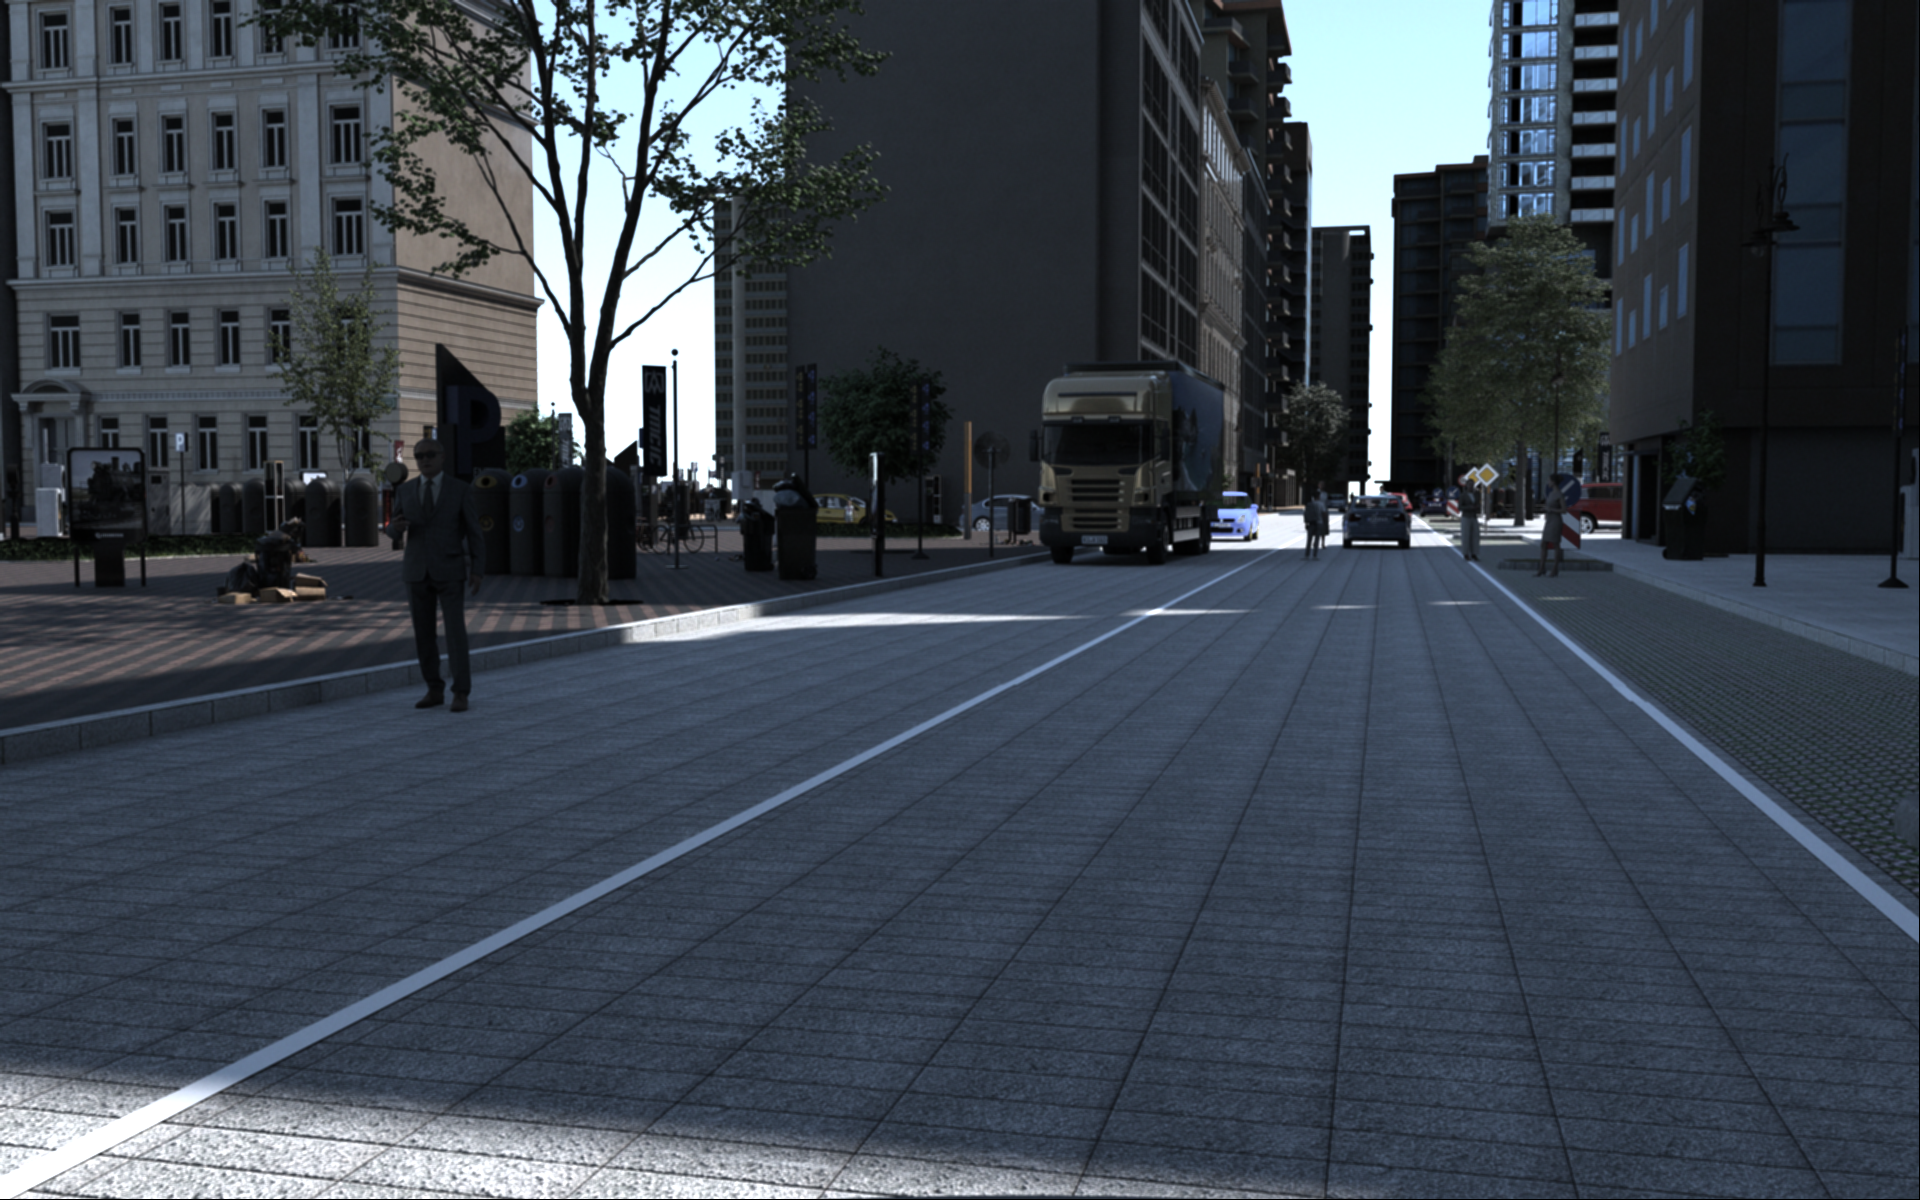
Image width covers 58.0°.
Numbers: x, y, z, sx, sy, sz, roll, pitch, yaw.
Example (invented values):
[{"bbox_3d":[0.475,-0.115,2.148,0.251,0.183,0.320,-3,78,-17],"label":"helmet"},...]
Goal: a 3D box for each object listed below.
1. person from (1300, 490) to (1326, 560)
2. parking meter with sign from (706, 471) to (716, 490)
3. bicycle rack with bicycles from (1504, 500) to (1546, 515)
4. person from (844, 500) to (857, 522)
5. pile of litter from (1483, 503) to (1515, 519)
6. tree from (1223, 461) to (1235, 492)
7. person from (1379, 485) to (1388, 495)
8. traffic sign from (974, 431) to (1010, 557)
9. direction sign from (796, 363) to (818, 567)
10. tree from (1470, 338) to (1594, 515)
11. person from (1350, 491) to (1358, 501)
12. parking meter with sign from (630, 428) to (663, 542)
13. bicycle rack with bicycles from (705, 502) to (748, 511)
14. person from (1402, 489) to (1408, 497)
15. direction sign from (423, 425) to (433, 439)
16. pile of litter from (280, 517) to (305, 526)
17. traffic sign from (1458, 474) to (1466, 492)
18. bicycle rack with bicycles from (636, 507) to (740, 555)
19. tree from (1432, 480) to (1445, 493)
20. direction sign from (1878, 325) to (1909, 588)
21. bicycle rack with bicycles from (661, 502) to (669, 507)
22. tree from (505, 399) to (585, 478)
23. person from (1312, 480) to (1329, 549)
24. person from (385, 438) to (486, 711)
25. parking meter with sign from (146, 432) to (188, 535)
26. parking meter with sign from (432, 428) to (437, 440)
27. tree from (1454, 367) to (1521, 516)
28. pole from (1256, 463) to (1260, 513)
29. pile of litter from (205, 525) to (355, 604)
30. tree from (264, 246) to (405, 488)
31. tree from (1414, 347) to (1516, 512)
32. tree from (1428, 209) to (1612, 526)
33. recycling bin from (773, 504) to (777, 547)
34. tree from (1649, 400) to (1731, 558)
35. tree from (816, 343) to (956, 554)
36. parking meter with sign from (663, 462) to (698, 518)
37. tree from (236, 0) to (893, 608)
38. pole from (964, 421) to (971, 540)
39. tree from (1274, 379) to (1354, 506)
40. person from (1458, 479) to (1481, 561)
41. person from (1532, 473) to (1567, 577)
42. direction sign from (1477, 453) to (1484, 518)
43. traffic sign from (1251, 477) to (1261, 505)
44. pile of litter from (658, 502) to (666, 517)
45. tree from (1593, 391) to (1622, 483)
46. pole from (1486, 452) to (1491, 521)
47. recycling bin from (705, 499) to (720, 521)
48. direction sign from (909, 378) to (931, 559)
[{"bbox_3d":[7.662,-1.620,37.581,0.503,1.515,0.523,-1,4,-13],"label":"person"},{"bbox_3d":[-18.624,-8.115,128.947,0.543,3.016,1.738,-1,4,-23],"label":"parking meter with sign"},{"bbox_3d":[34.030,-5.519,103.612,2.925,0.926,2.852,-1,4,-11],"label":"bicycle rack with bicycles"},{"bbox_3d":[-3.966,-2.989,62.389,0.505,1.210,0.382,-1,4,-9],"label":"person"},{"bbox_3d":[27.966,-4.648,89.956,1.719,0.858,1.176,2,4,27],"label":"pile of litter"},{"bbox_3d":[13.038,-5.665,87.228,1.663,3.219,1.824,0,3,0],"label":"tree"},{"bbox_3d":[19.117,-4.248,77.976,0.620,1.820,0.660,-2,4,-28],"label":"person"},{"bbox_3d":[0.637,-2.141,35.117,0.768,2.556,0.104,1,4,15],"label":"traffic sign"},{"bbox_3d":[-2.700,-2.352,30.451,0.379,3.537,0.876,-2,4,-28],"label":"direction sign"},{"bbox_3d":[25.440,-7.855,78.797,4.737,8.622,4.395,0,3,0],"label":"tree"},{"bbox_3d":[43.799,-11.237,192.757,0.750,1.759,0.617,-1,4,-10],"label":"person"},{"bbox_3d":[-8.513,-3.065,46.366,0.543,3.016,1.738,-2,4,-25],"label":"parking meter with sign"},{"bbox_3d":[-10.513,-4.010,78.937,2.852,0.926,2.925,1,4,11],"label":"bicycle rack with bicycles"},{"bbox_3d":[33.113,-7.399,129.390,0.656,1.842,0.836,0,4,-7],"label":"person"},{"bbox_3d":[-17.322,-3.995,57.323,0.379,3.537,0.876,3,5,44],"label":"direction sign"},{"bbox_3d":[-12.684,-1.123,32.328,1.176,0.858,1.719,-3,4,-37],"label":"pile of litter"},{"bbox_3d":[32.425,-6.813,111.497,0.768,2.556,0.104,1,4,18],"label":"traffic sign"},{"bbox_3d":[-6.739,-1.485,37.655,2.852,0.926,2.925,2,4,28],"label":"bicycle rack with bicycles"},{"bbox_3d":[58.041,-13.192,210.289,1.663,3.219,1.824,0,3,0],"label":"tree"},{"bbox_3d":[12.820,-1.938,23.689,0.379,3.537,0.876,1,4,20],"label":"direction sign"},{"bbox_3d":[-14.345,-4.190,81.895,2.925,0.926,2.852,0,4,-1],"label":"bicycle rack with bicycles"},{"bbox_3d":[-14.628,-4.670,60.070,4.285,4.588,4.351,0,3,0],"label":"tree"},{"bbox_3d":[9.463,-2.255,45.588,0.478,1.798,0.641,0,4,-4],"label":"person"},{"bbox_3d":[-3.507,-0.174,11.516,0.661,1.801,0.590,0,4,-2],"label":"person"},{"bbox_3d":[-22.522,-3.189,48.408,0.543,3.016,1.738,3,4,37],"label":"parking meter with sign"},{"bbox_3d":[-13.093,-3.050,46.122,1.738,3.016,0.543,-2,4,-30],"label":"parking meter with sign"},{"bbox_3d":[30.138,-9.101,99.158,4.360,8.622,3.978,0,3,0],"label":"tree"},{"bbox_3d":[19.737,-7.397,114.785,0.158,3.312,0.155,0,3,0],"label":"pole"},{"bbox_3d":[-8.157,-0.422,20.860,1.719,0.858,1.176,-1,4,-20],"label":"pile of litter"},{"bbox_3d":[-18.251,-6.166,51.184,4.737,8.622,4.395,0,3,0],"label":"tree"},{"bbox_3d":[36.038,-12.030,122.446,9.928,11.665,9.643,0,3,0],"label":"tree"},{"bbox_3d":[22.901,-9.246,69.295,7.486,12.596,7.792,0,3,0],"label":"tree"},{"bbox_3d":[-4.131,-1.819,42.300,0.722,1.027,0.722,1,4,10],"label":"recycling bin"},{"bbox_3d":[15.289,-2.499,35.467,1.663,3.219,1.824,0,3,0],"label":"tree"},{"bbox_3d":[-1.650,-3.319,37.982,4.285,4.588,4.351,0,3,0],"label":"tree"},{"bbox_3d":[-14.983,-5.940,93.373,1.738,3.016,0.543,2,4,27],"label":"parking meter with sign"},{"bbox_3d":[-4.213,-5.742,19.637,9.928,11.665,9.643,0,3,0],"label":"tree"},{"bbox_3d":[0.219,-3.357,48.738,0.158,3.312,0.155,0,3,0],"label":"pole"},{"bbox_3d":[38.912,-17.509,192.921,9.857,13.997,8.962,0,3,0],"label":"tree"},{"bbox_3d":[10.855,-1.699,36.831,0.519,1.759,0.362,-1,4,-21],"label":"person"},{"bbox_3d":[10.099,-1.272,29.634,0.374,1.781,0.599,-1,4,-10],"label":"person"},{"bbox_3d":[28.186,-6.235,93.941,0.379,3.537,0.876,0,4,-5],"label":"direction sign"},{"bbox_3d":[17.903,-6.282,104.847,0.606,2.300,0.079,2,4,23],"label":"traffic sign"},{"bbox_3d":[-16.943,-5.177,98.604,1.719,0.858,1.176,2,4,34],"label":"pile of litter"},{"bbox_3d":[42.264,-10.077,115.117,4.737,8.622,4.395,0,3,0],"label":"tree"},{"bbox_3d":[25.541,-5.499,83.751,0.158,3.312,0.155,0,3,0],"label":"pole"},{"bbox_3d":[-12.062,-4.395,84.405,0.722,1.027,0.722,-1,4,-10],"label":"recycling bin"},{"bbox_3d":[-0.789,-2.582,34.220,0.379,3.537,0.876,-2,4,-28],"label":"direction sign"}]
